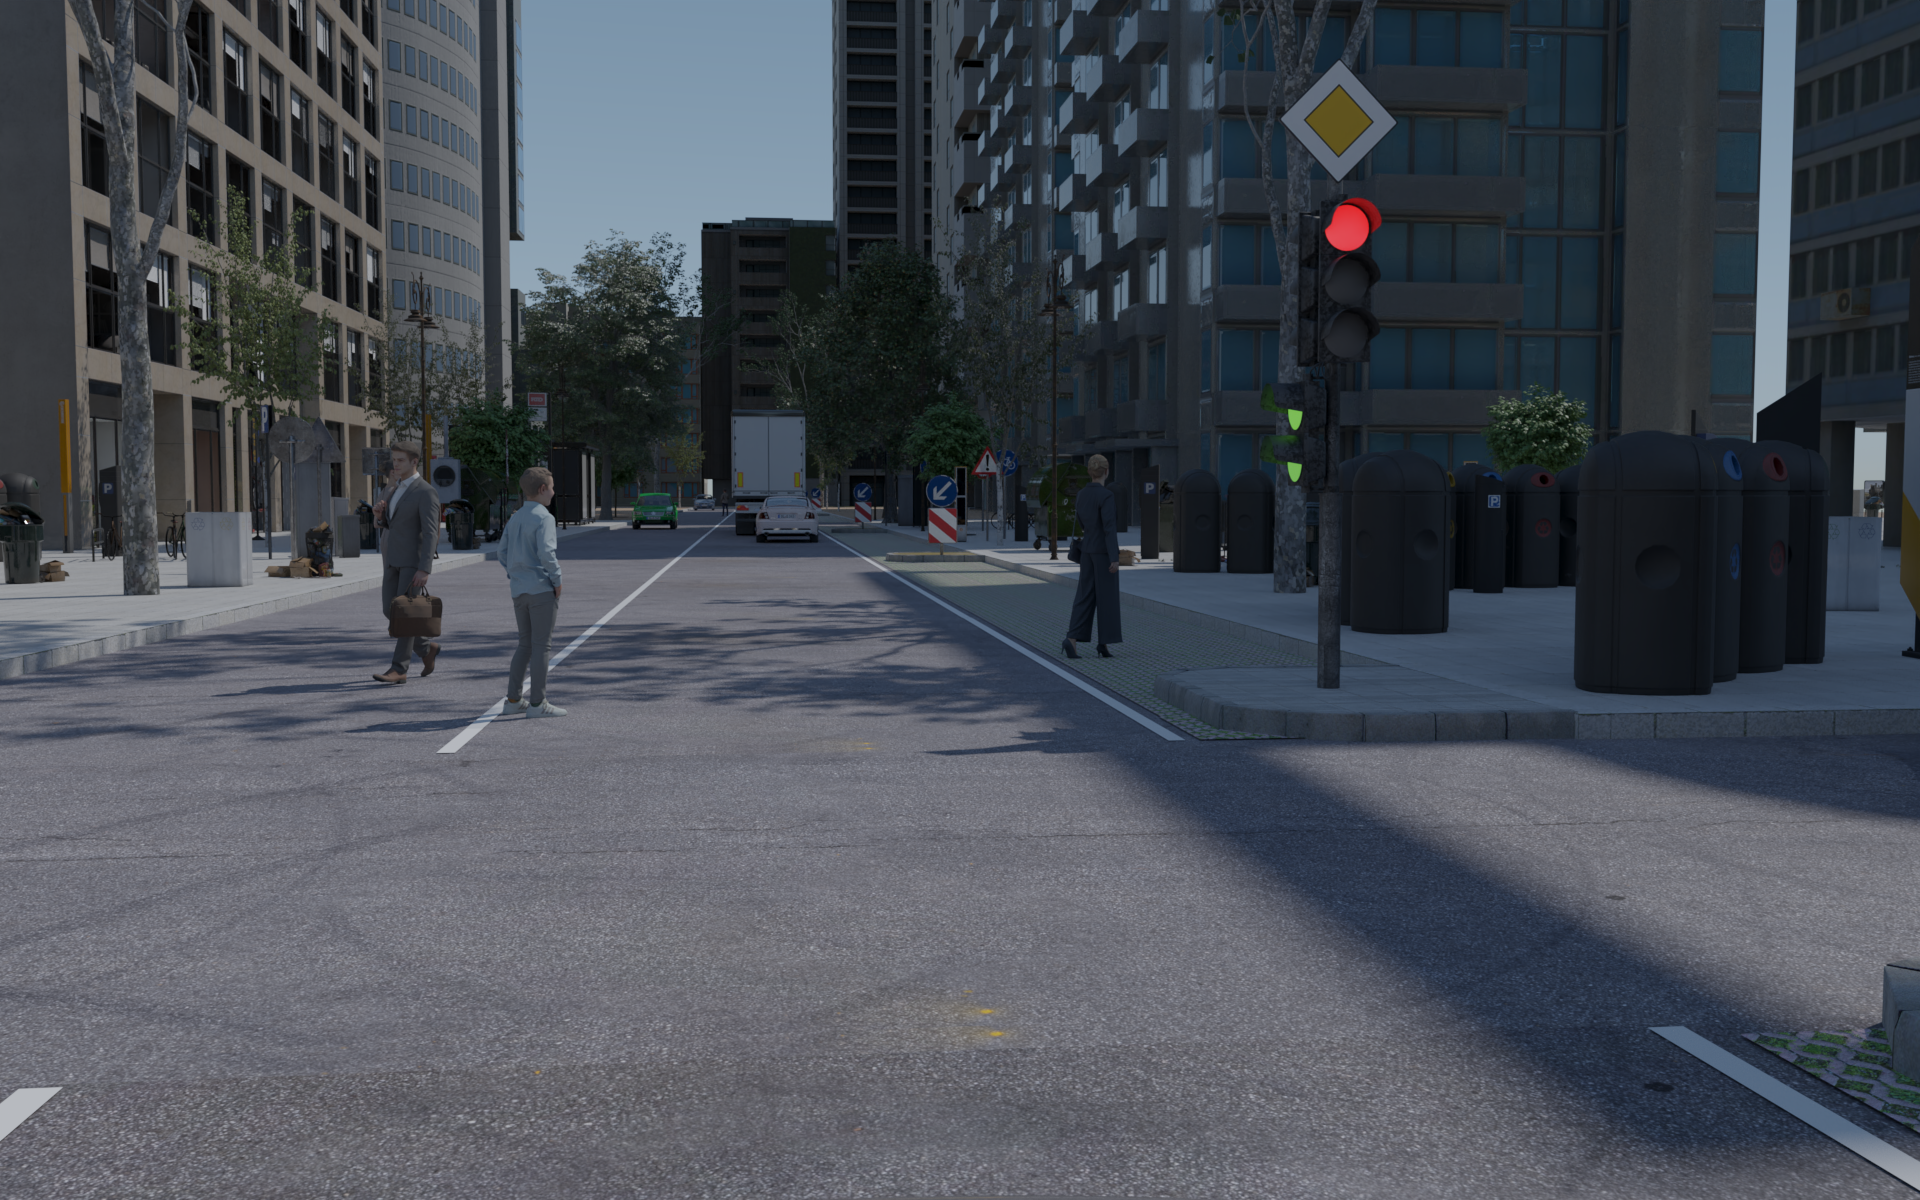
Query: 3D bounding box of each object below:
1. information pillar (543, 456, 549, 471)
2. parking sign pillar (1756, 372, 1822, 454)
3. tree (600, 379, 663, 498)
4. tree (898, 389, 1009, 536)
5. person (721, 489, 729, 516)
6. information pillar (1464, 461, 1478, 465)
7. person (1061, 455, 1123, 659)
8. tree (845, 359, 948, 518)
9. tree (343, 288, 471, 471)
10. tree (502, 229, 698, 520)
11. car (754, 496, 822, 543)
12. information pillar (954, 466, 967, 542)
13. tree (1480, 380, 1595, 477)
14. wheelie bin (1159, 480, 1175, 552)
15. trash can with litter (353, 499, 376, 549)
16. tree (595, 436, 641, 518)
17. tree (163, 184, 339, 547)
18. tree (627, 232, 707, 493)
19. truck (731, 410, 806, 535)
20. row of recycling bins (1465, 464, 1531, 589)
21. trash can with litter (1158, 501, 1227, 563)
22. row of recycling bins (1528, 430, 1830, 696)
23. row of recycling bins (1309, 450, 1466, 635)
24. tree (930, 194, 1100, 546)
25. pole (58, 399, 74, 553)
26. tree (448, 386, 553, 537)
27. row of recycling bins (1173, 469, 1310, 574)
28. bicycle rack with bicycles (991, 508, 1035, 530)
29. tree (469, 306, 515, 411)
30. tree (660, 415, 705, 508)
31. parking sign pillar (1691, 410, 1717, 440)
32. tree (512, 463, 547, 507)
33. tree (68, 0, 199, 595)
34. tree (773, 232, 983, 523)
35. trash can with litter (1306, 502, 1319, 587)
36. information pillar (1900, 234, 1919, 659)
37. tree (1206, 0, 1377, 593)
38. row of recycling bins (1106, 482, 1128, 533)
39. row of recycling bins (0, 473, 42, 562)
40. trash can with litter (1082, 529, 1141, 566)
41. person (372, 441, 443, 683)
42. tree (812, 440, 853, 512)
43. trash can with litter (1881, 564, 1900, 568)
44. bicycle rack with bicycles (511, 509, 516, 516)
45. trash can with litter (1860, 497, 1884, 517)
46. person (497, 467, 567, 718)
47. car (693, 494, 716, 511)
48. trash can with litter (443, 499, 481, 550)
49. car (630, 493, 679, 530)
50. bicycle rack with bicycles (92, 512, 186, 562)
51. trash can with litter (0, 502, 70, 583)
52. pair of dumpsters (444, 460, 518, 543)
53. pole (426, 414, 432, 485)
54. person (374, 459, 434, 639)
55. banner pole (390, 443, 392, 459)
[{"bbox_3d":[-18.717,-5.345,78.745,0.504,3.616,0.183,1,4,18],"label":"information pillar"},{"bbox_3d":[18.490,-3.073,38.720,1.447,3.967,1.447,2,4,25],"label":"parking sign pillar"},{"bbox_3d":[-20.328,-9.673,108.515,4.360,8.622,3.978,0,3,0],"label":"tree"},{"bbox_3d":[-0.284,-4.288,53.818,4.285,4.588,4.351,0,3,0],"label":"tree"},{"bbox_3d":[-15.268,-6.313,112.244,0.617,1.759,0.750,-1,4,-21],"label":"person"},{"bbox_3d":[11.501,-2.114,39.057,0.304,2.012,0.304,1,4,15],"label":"information pillar"},{"bbox_3d":[1.176,-0.371,14.981,0.576,1.772,0.534,2,4,33],"label":"person"},{"bbox_3d":[-3.735,-9.661,92.372,7.601,10.594,8.767,1,4,21],"label":"tree"},{"bbox_3d":[-19.755,-6.808,61.681,4.360,8.622,3.978,0,3,0],"label":"tree"},{"bbox_3d":[-17.452,-10.911,85.046,9.857,13.997,8.962,0,3,0],"label":"tree"},{"bbox_3d":[-5.221,-2.454,52.491,2.083,1.381,4.827,0,4,-5],"label":"car"},{"bbox_3d":[0.017,-2.553,46.234,0.304,2.012,0.304,0,4,-6],"label":"information pillar"},{"bbox_3d":[16.724,-4.063,50.138,4.285,4.588,4.351,0,3,0],"label":"tree"},{"bbox_3d":[4.537,-1.859,38.300,0.693,1.594,0.980,1,4,16],"label":"wheelie bin"},{"bbox_3d":[-13.535,-1.768,40.297,1.055,1.170,0.624,-2,4,-24],"label":"trash can with litter"},{"bbox_3d":[-19.016,-6.821,95.229,4.285,4.588,4.351,0,3,0],"label":"tree"},{"bbox_3d":[-16.652,-5.565,41.352,4.737,8.622,4.395,0,3,0],"label":"tree"},{"bbox_3d":[-20.540,-16.349,123.195,12.611,20.169,13.585,0,3,0],"label":"tree"},{"bbox_3d":[-6.985,-4.553,63.350,2.839,4.237,11.283,0,4,-6],"label":"truck"},{"bbox_3d":[7.412,-1.018,23.752,3.534,1.692,1.069,-1,4,-22],"label":"row of recycling bins"},{"bbox_3d":[4.903,-1.346,33.066,2.233,1.210,1.678,0,4,4],"label":"trash can with litter"},{"bbox_3d":[5.317,-0.322,12.376,1.069,1.692,3.534,3,5,41],"label":"row of recycling bins"},{"bbox_3d":[4.225,-0.633,17.468,1.069,1.692,3.534,0,4,7],"label":"row of recycling bins"},{"bbox_3d":[1.080,-5.648,42.700,4.360,8.622,3.978,0,3,0],"label":"tree"},{"bbox_3d":[-19.282,-2.661,37.350,0.158,3.312,0.155,0,3,0],"label":"pole"},{"bbox_3d":[-14.088,-4.221,52.735,4.285,4.588,4.351,0,3,0],"label":"tree"},{"bbox_3d":[5.205,-1.282,28.072,3.534,1.692,1.069,1,4,16],"label":"row of recycling bins"},{"bbox_3d":[2.570,-3.039,63.077,2.925,0.926,2.852,0,4,7],"label":"bicycle rack with bicycles"},{"bbox_3d":[-19.603,-7.212,68.273,4.360,8.622,3.978,0,3,0],"label":"tree"},{"bbox_3d":[-25.792,-12.850,160.462,4.737,8.622,4.395,0,3,0],"label":"tree"},{"bbox_3d":[23.967,-4.115,55.744,1.447,3.967,1.447,-3,5,-44],"label":"parking sign pillar"},{"bbox_3d":[-14.785,-3.941,59.035,1.663,3.219,1.824,0,3,0],"label":"tree"},{"bbox_3d":[-11.193,-10.049,20.198,12.611,20.169,13.585,0,3,0],"label":"tree"},{"bbox_3d":[-3.098,-9.733,76.138,9.611,12.733,9.660,0,3,0],"label":"tree"},{"bbox_3d":[4.894,-0.781,24.162,0.624,1.170,1.055,2,4,25],"label":"trash can with litter"},{"bbox_3d":[7.548,-1.355,13.517,0.183,3.616,0.504,0,4,1],"label":"information pillar"},{"bbox_3d":[5.777,-10.156,21.943,12.611,20.169,13.585,0,3,0],"label":"tree"},{"bbox_3d":[4.288,-3.164,58.838,1.069,1.692,3.534,-3,5,-42],"label":"row of recycling bins"},{"bbox_3d":[-18.479,-1.531,32.141,1.069,1.692,3.534,0,4,7],"label":"row of recycling bins"},{"bbox_3d":[2.718,-1.207,31.122,1.055,1.170,0.624,1,4,14],"label":"trash can with litter"},{"bbox_3d":[-4.175,-0.289,13.189,0.622,1.834,0.822,2,4,28],"label":"person"},{"bbox_3d":[-11.324,-12.168,149.315,4.737,8.622,4.395,0,3,0],"label":"tree"},{"bbox_3d":[15.476,-1.202,30.708,2.233,1.210,1.678,3,4,38],"label":"trash can with litter"},{"bbox_3d":[-20.693,-3.805,75.600,2.852,0.926,2.925,-3,5,-44],"label":"bicycle rack with bicycles"},{"bbox_3d":[39.196,-3.870,74.665,1.055,1.170,0.624,-1,4,-20],"label":"trash can with litter"},{"bbox_3d":[-2.724,-0.050,11.134,0.330,1.601,0.589,-3,4,-38],"label":"person"},{"bbox_3d":[-22.254,-8.491,150.827,2.014,1.417,4.499,0,4,-8],"label":"car"},{"bbox_3d":[-11.472,-1.750,39.995,0.624,1.170,1.055,0,4,2],"label":"trash can with litter"},{"bbox_3d":[-12.589,-3.835,71.498,1.959,1.807,4.718,-1,4,-8],"label":"car"},{"bbox_3d":[-15.788,-1.262,34.020,2.852,0.926,2.925,-1,4,-20],"label":"bicycle rack with bicycles"},{"bbox_3d":[-13.458,-0.836,25.053,0.624,1.170,1.055,1,4,9],"label":"trash can with litter"},{"bbox_3d":[-13.152,-2.745,47.380,1.574,2.255,4.437,0,4,-7],"label":"pair of dumpsters"},{"bbox_3d":[-13.637,-3.093,44.411,0.158,3.312,0.155,0,3,0],"label":"pole"},{"bbox_3d":[-5.533,-0.510,17.185,0.599,1.781,0.374,3,5,42],"label":"person"},{"bbox_3d":[-27.015,-5.637,82.188,0.401,3.779,0.863,-1,4,-23],"label":"banner pole"}]
